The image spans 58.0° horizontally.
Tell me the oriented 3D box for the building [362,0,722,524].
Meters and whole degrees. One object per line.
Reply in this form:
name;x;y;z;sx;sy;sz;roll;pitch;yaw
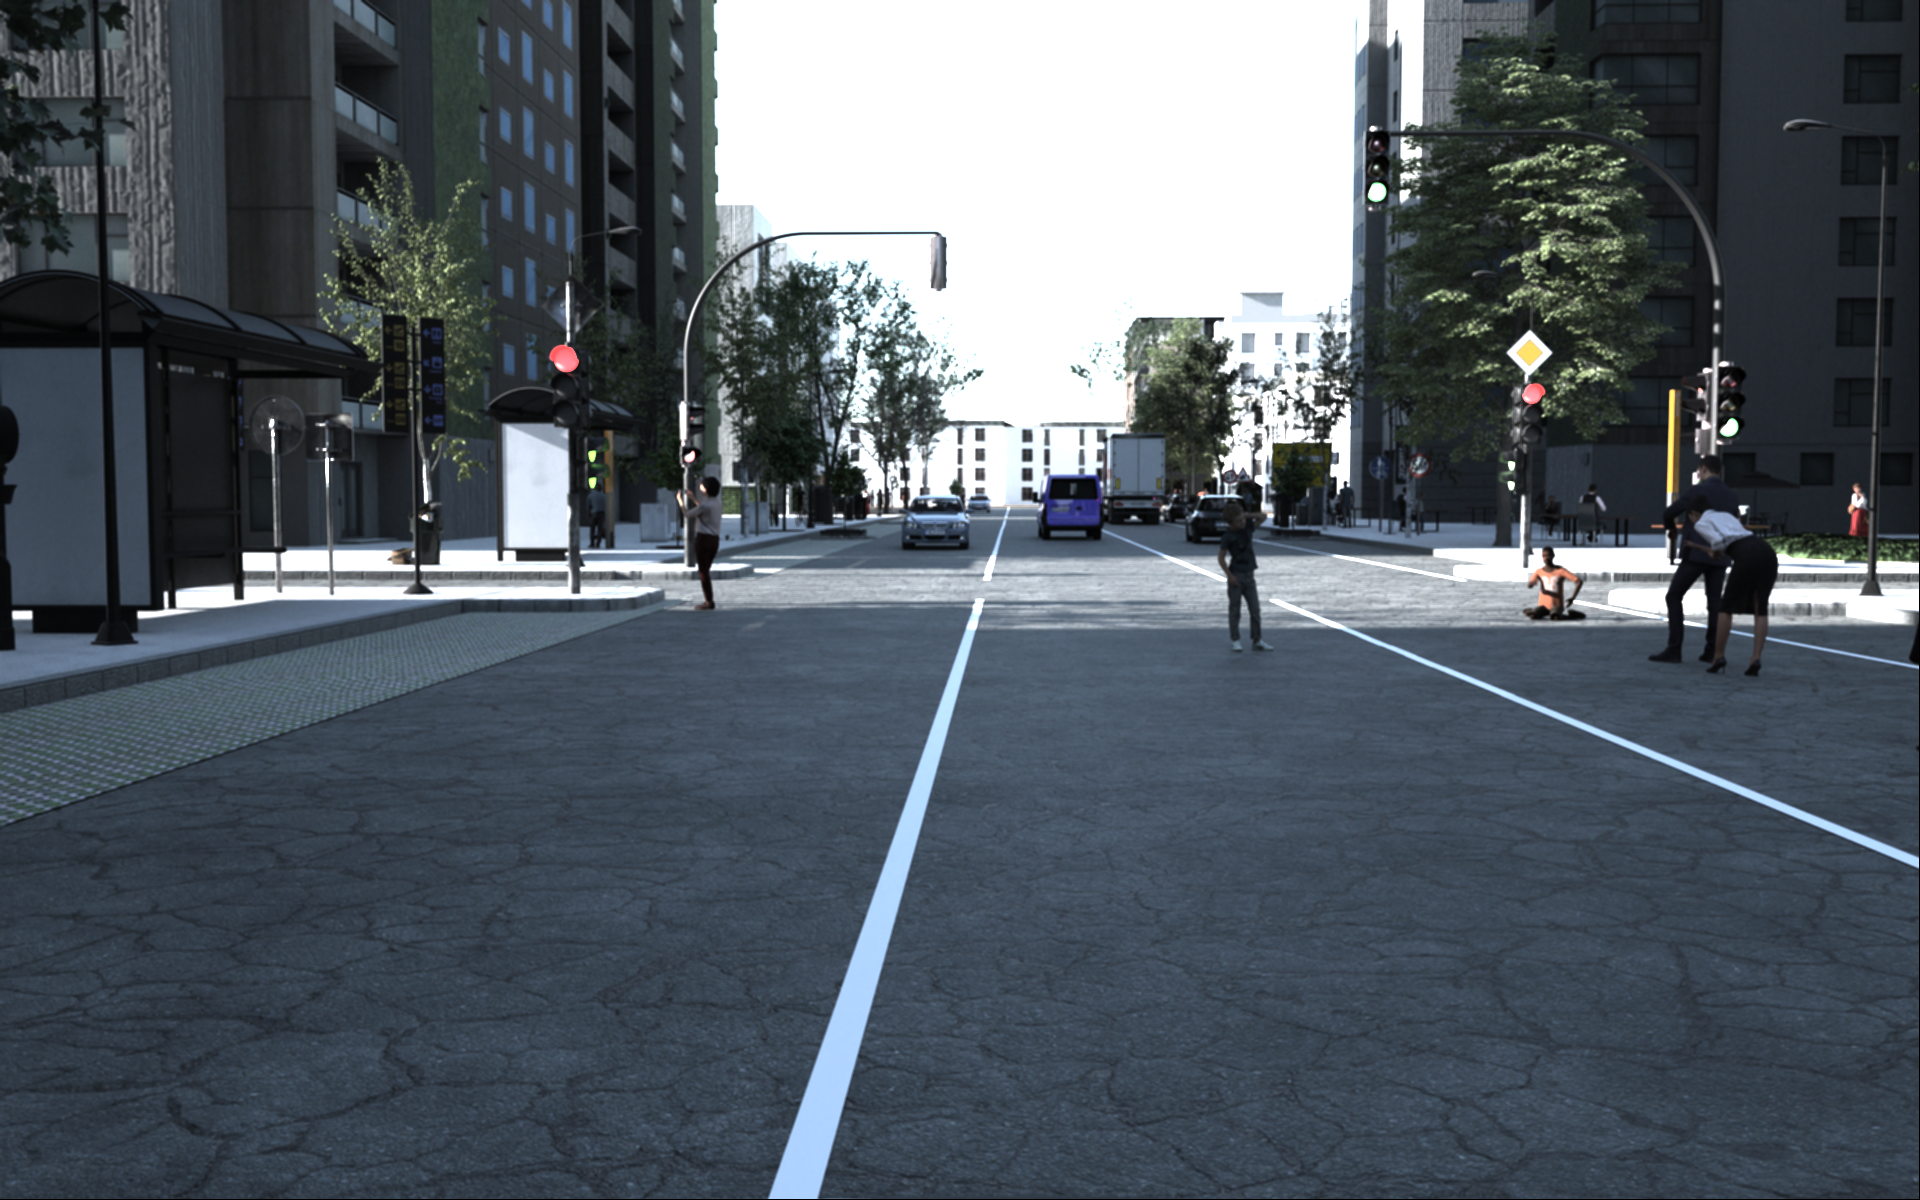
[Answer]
building;-20.309;-24.694;87.339;14.154;41.232;14.086;0;4;2

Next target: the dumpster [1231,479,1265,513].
dumpster;14.918;-5.335;89.716;1.502;2.255;1.985;0;4;2

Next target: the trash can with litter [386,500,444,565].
trash can with litter;-9.871;-1.218;31.298;1.055;1.170;0.624;1;4;15

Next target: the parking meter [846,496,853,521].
parking meter;-5.353;-4.613;83.832;0.372;1.533;0.369;0;3;0

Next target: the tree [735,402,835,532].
tree;-6.029;-4.649;59.731;4.285;4.588;4.351;0;3;0

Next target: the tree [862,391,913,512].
tree;-4.982;-10.504;122.101;4.737;8.622;4.395;0;3;0

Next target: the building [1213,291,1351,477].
building;32.624;-18.992;166.932;16.016;20.091;11.380;0;4;2

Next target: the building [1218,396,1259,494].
building;28.052;-12.572;147.693;9.099;9.664;28.070;0;4;2

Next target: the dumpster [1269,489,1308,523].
dumpster;14.252;-4.423;74.817;1.502;2.255;1.985;0;4;2

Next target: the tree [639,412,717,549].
tree;-6.716;-2.833;40.914;1.663;3.219;1.824;0;3;0

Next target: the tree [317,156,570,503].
tree;-11.763;-5.346;37.775;4.737;8.622;4.395;0;3;0

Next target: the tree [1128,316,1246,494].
tree;14.661;-11.811;111.237;7.486;12.596;7.792;0;3;0

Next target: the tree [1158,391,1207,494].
tree;15.282;-10.283;118.482;4.737;8.622;4.395;0;3;0

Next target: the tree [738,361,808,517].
tree;-10.446;-8.663;91.999;4.360;8.622;3.978;0;3;0

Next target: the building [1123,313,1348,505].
building;36.913;-22.363;209.602;32.646;21.610;27.936;0;4;2

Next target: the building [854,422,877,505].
building;-23.449;-15.918;202.404;28.070;9.664;9.099;0;4;2

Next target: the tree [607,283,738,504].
tree;-10.637;-6.789;61.368;4.360;8.622;3.978;0;3;0

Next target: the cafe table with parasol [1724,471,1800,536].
cafe table with parasol;23.631;-2.850;51.460;2.610;1.966;2.610;-2;4;-26

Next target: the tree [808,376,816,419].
tree;-9.898;-9.059;98.482;4.360;8.622;3.978;0;3;0

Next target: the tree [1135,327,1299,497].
tree;14.649;-9.889;96.102;8.767;10.594;7.601;0;4;0

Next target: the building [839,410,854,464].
building;-25.016;-13.900;169.409;28.070;9.664;9.099;0;4;2

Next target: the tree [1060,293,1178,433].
tree;15.566;-18.955;165.797;12.611;20.169;13.585;0;3;0

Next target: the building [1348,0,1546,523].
building;31.236;-33.468;89.193;21.231;58.520;28.212;0;4;2

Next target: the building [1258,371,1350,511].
building;27.267;-10.820;119.051;9.099;9.664;28.070;0;4;2

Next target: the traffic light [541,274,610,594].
traffic light;-4.939;-2.033;22.160;0.839;4.253;0.868;0;4;2

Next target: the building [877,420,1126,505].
building;5.099;-15.814;200.700;28.070;9.664;9.099;0;4;2

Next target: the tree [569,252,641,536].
tree;-11.051;-6.238;52.346;4.737;8.622;4.395;0;3;0

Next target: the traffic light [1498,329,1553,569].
traffic light;9.701;-2.495;29.718;0.839;4.253;0.868;0;4;2

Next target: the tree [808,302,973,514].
tree;-4.797;-12.238;110.453;12.009;13.543;11.850;0;3;0

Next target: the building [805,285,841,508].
building;-18.653;-18.252;154.844;16.016;20.091;11.380;0;4;2

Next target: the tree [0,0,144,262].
tree;-8.498;-5.519;7.242;9.611;12.733;9.660;0;3;0

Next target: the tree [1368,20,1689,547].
tree;13.744;-7.586;42.161;7.486;12.596;7.792;0;3;0

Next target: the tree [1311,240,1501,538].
tree;13.180;-6.100;50.092;4.360;8.622;3.978;0;3;0

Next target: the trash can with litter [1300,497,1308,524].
trash can with litter;14.542;-3.754;72.771;0.624;1.170;1.055;2;4;24

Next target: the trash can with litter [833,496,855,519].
trash can with litter;-5.934;-4.766;88.975;2.233;1.210;1.678;3;4;36

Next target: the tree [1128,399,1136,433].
tree;15.359;-11.806;127.445;7.601;10.594;8.767;0;4;-1

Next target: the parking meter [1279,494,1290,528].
parking meter;12.421;-3.704;66.276;0.255;1.863;0.399;-1;4;-17

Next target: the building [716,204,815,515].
building;-20.415;-15.617;121.797;16.747;18.905;31.486;0;4;2

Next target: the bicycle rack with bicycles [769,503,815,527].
bicycle rack with bicycles;-6.956;-3.399;68.951;2.852;0.926;2.925;0;4;4

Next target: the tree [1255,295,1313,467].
tree;12.847;-6.787;61.325;4.360;8.622;3.978;0;3;0

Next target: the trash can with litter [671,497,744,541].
trash can with litter;-7.123;-2.262;48.042;2.233;1.210;1.678;0;4;-4

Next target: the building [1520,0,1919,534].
building;27.367;-17.697;61.049;14.160;30.474;14.107;0;4;2

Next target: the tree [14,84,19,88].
tree;-12.598;-4.205;19.117;4.737;8.622;4.395;0;3;0

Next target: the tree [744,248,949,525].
tree;-5.411;-8.963;72.296;9.928;11.665;9.643;0;3;0

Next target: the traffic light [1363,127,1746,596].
traffic light;7.362;-2.874;21.659;4.771;5.953;1.251;0;4;2

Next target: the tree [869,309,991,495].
tree;-2.210;-19.531;175.225;12.611;20.169;13.585;0;3;0

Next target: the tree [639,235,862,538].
tree;-5.963;-6.095;50.015;4.737;8.622;4.395;0;3;0

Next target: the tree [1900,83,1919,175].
tree;11.267;-4.019;16.072;4.737;8.622;4.395;0;3;0
